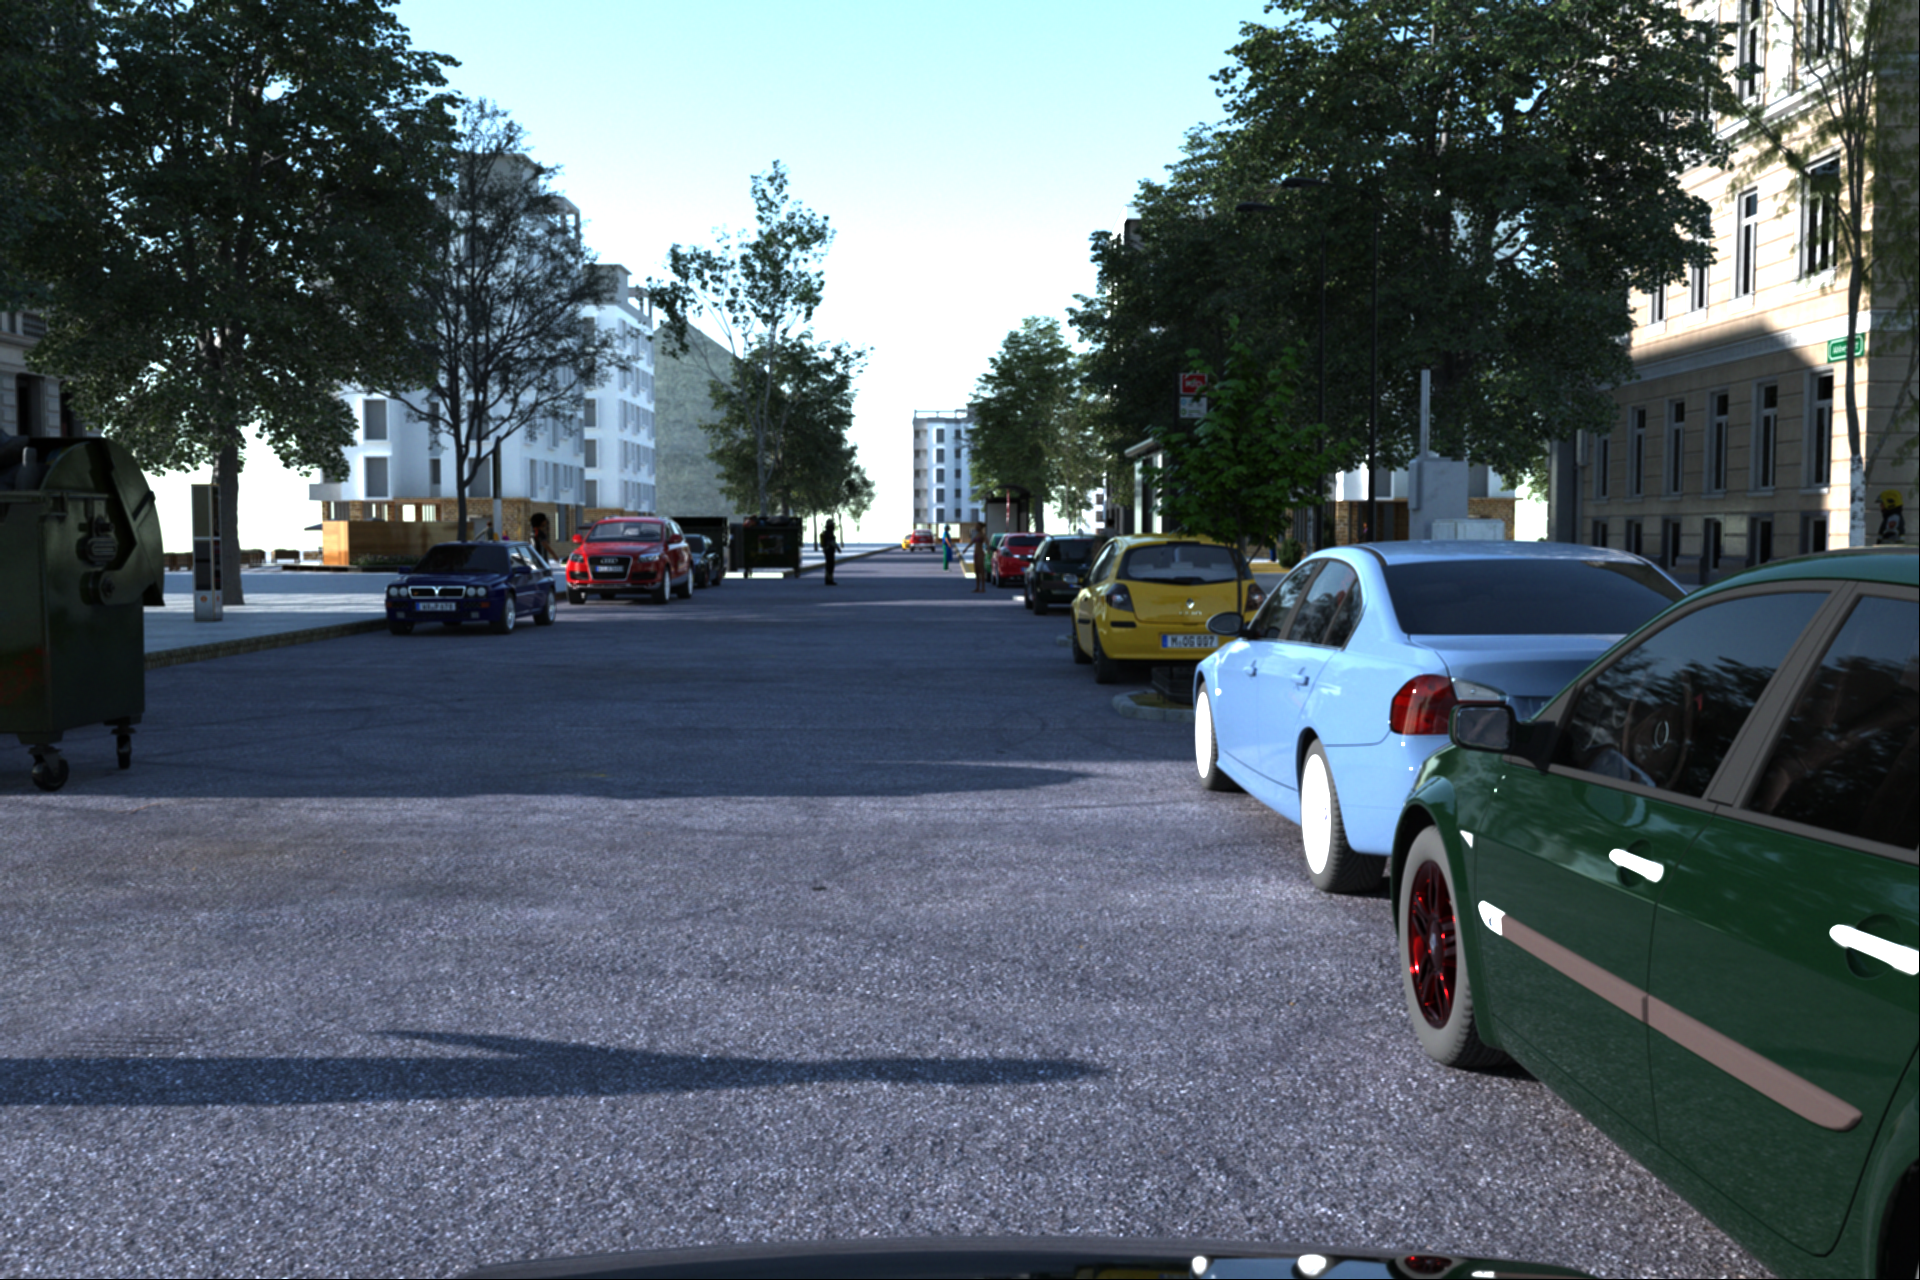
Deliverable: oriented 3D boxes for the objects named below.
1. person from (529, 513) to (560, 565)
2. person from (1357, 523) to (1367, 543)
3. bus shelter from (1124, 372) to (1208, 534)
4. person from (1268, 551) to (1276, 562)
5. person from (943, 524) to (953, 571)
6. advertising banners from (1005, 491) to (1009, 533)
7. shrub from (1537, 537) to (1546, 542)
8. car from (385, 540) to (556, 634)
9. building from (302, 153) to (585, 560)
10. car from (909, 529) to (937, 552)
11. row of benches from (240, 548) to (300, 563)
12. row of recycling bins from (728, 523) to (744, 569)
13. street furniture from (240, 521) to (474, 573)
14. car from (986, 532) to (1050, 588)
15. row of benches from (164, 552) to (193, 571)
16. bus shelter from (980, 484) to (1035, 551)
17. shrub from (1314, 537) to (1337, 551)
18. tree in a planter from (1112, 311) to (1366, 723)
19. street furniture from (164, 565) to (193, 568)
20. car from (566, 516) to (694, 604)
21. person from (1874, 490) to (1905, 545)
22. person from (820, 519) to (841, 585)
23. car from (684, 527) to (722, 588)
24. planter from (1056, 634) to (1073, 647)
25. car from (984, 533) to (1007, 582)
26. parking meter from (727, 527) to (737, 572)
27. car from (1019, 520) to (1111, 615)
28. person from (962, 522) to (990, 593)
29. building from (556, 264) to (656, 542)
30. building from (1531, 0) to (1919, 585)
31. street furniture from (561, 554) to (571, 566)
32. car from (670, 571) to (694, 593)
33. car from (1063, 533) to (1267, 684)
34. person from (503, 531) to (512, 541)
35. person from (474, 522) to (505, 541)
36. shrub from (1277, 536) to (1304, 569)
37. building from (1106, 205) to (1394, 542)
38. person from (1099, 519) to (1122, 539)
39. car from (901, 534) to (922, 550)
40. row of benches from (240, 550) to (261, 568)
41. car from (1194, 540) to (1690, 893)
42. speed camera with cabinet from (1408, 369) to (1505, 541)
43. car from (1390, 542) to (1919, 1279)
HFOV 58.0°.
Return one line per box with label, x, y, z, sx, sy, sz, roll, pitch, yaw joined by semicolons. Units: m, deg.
person;-7.736;-1.433;32.028;0.704;1.843;1.345;-2;4;-33
person;18.534;-4.456;79.073;0.704;1.802;1.346;-1;4;-16
bus shelter;5.098;-3.852;40.615;2.179;5.291;8.768;0;4;0
person;14.240;-4.446;79.162;0.721;1.772;1.216;3;5;43
person;-0.481;-3.561;66.809;0.704;1.817;1.347;0;4;-4
advertising banners;1.833;-4.376;67.728;0.090;3.025;2.074;0;4;-1
shrub;25.309;-3.923;75.259;1.383;1.207;1.383;0;3;0
car;-7.277;-0.818;25.957;1.945;1.354;3.894;0;3;0
building;-26.679;-14.125;87.367;16.016;20.090;11.380;0;4;0
car;-3.042;-8.093;140.996;2.281;1.827;5.304;0;4;-1
row of benches;-30.987;-3.671;75.483;4.104;0.672;1.422;-2;4;-34
row of recycling bins;-8.454;-3.588;65.770;1.069;1.692;3.534;0;4;0
street furniture;-18.915;-3.331;61.314;9.812;1.723;11.010;3;5;44
car;1.819;-2.361;47.649;2.155;1.783;4.494;0;4;-2
row of benches;-27.609;-2.783;60.967;1.422;0.672;4.104;0;3;0
bus shelter;1.952;-4.803;72.460;2.014;3.302;5.546;0;4;-2
shrub;14.790;-3.605;70.064;1.383;1.207;1.383;0;3;0
tree in a planter;2.264;-1.025;13.979;1.991;3.239;1.994;0;4;-1
street furniture;-34.326;-3.057;65.612;5.734;0.657;10.072;3;5;44
car;-6.986;-1.735;37.038;2.281;1.827;5.304;0;4;0
person;12.061;-1.026;22.538;0.704;1.858;1.351;2;4;33
person;-3.636;-2.476;48.721;0.705;1.856;1.354;-1;4;-20
car;-7.520;-2.267;46.848;2.009;1.686;4.222;0;3;0
planter;2.265;-0.088;22.584;1.991;0.319;1.994;0;4;1
car;1.621;-2.694;52.836;1.959;1.807;4.718;0;4;-1
parking meter;-7.805;-3.109;59.247;0.372;1.533;0.369;0;3;0
car;2.122;-1.360;32.028;2.009;1.686;4.222;0;4;-1
person;0.413;-2.032;42.488;0.721;1.733;1.217;-2;4;-31
building;-28.787;-16.273;122.488;16.016;20.090;11.380;0;4;0
building;24.706;-15.812;44.431;13.634;28.700;20.117;0;3;0
street furniture;-12.843;-3.530;73.340;10.072;0.657;5.734;-3;5;-43
car;-7.634;-2.035;42.867;1.945;1.707;3.694;0;4;-1
car;2.113;-0.477;18.016;2.015;1.641;3.980;0;4;-1
person;-19.582;-4.015;74.919;0.599;1.433;0.991;2;4;28
person;-19.529;-4.015;71.914;1.348;1.796;0.705;0;4;-5
shrub;12.013;-3.173;62.993;1.383;1.207;1.383;0;3;0
building;24.203;-17.129;124.041;27.936;21.610;32.646;0;4;0
person;4.375;-2.707;51.035;1.217;1.739;0.721;-1;4;-18
car;-4.195;-8.732;152.987;2.015;1.641;3.980;0;4;0
row of benches;-27.343;-3.116;66.412;1.422;0.672;4.104;-1;4;-17
car;2.255;0.231;8.225;2.014;1.417;4.499;0;4;-1
speed camera with cabinet;5.787;-1.584;20.238;0.660;3.252;2.038;0;4;0
car;2.141;0.386;3.481;2.009;1.686;4.222;0;4;-1
